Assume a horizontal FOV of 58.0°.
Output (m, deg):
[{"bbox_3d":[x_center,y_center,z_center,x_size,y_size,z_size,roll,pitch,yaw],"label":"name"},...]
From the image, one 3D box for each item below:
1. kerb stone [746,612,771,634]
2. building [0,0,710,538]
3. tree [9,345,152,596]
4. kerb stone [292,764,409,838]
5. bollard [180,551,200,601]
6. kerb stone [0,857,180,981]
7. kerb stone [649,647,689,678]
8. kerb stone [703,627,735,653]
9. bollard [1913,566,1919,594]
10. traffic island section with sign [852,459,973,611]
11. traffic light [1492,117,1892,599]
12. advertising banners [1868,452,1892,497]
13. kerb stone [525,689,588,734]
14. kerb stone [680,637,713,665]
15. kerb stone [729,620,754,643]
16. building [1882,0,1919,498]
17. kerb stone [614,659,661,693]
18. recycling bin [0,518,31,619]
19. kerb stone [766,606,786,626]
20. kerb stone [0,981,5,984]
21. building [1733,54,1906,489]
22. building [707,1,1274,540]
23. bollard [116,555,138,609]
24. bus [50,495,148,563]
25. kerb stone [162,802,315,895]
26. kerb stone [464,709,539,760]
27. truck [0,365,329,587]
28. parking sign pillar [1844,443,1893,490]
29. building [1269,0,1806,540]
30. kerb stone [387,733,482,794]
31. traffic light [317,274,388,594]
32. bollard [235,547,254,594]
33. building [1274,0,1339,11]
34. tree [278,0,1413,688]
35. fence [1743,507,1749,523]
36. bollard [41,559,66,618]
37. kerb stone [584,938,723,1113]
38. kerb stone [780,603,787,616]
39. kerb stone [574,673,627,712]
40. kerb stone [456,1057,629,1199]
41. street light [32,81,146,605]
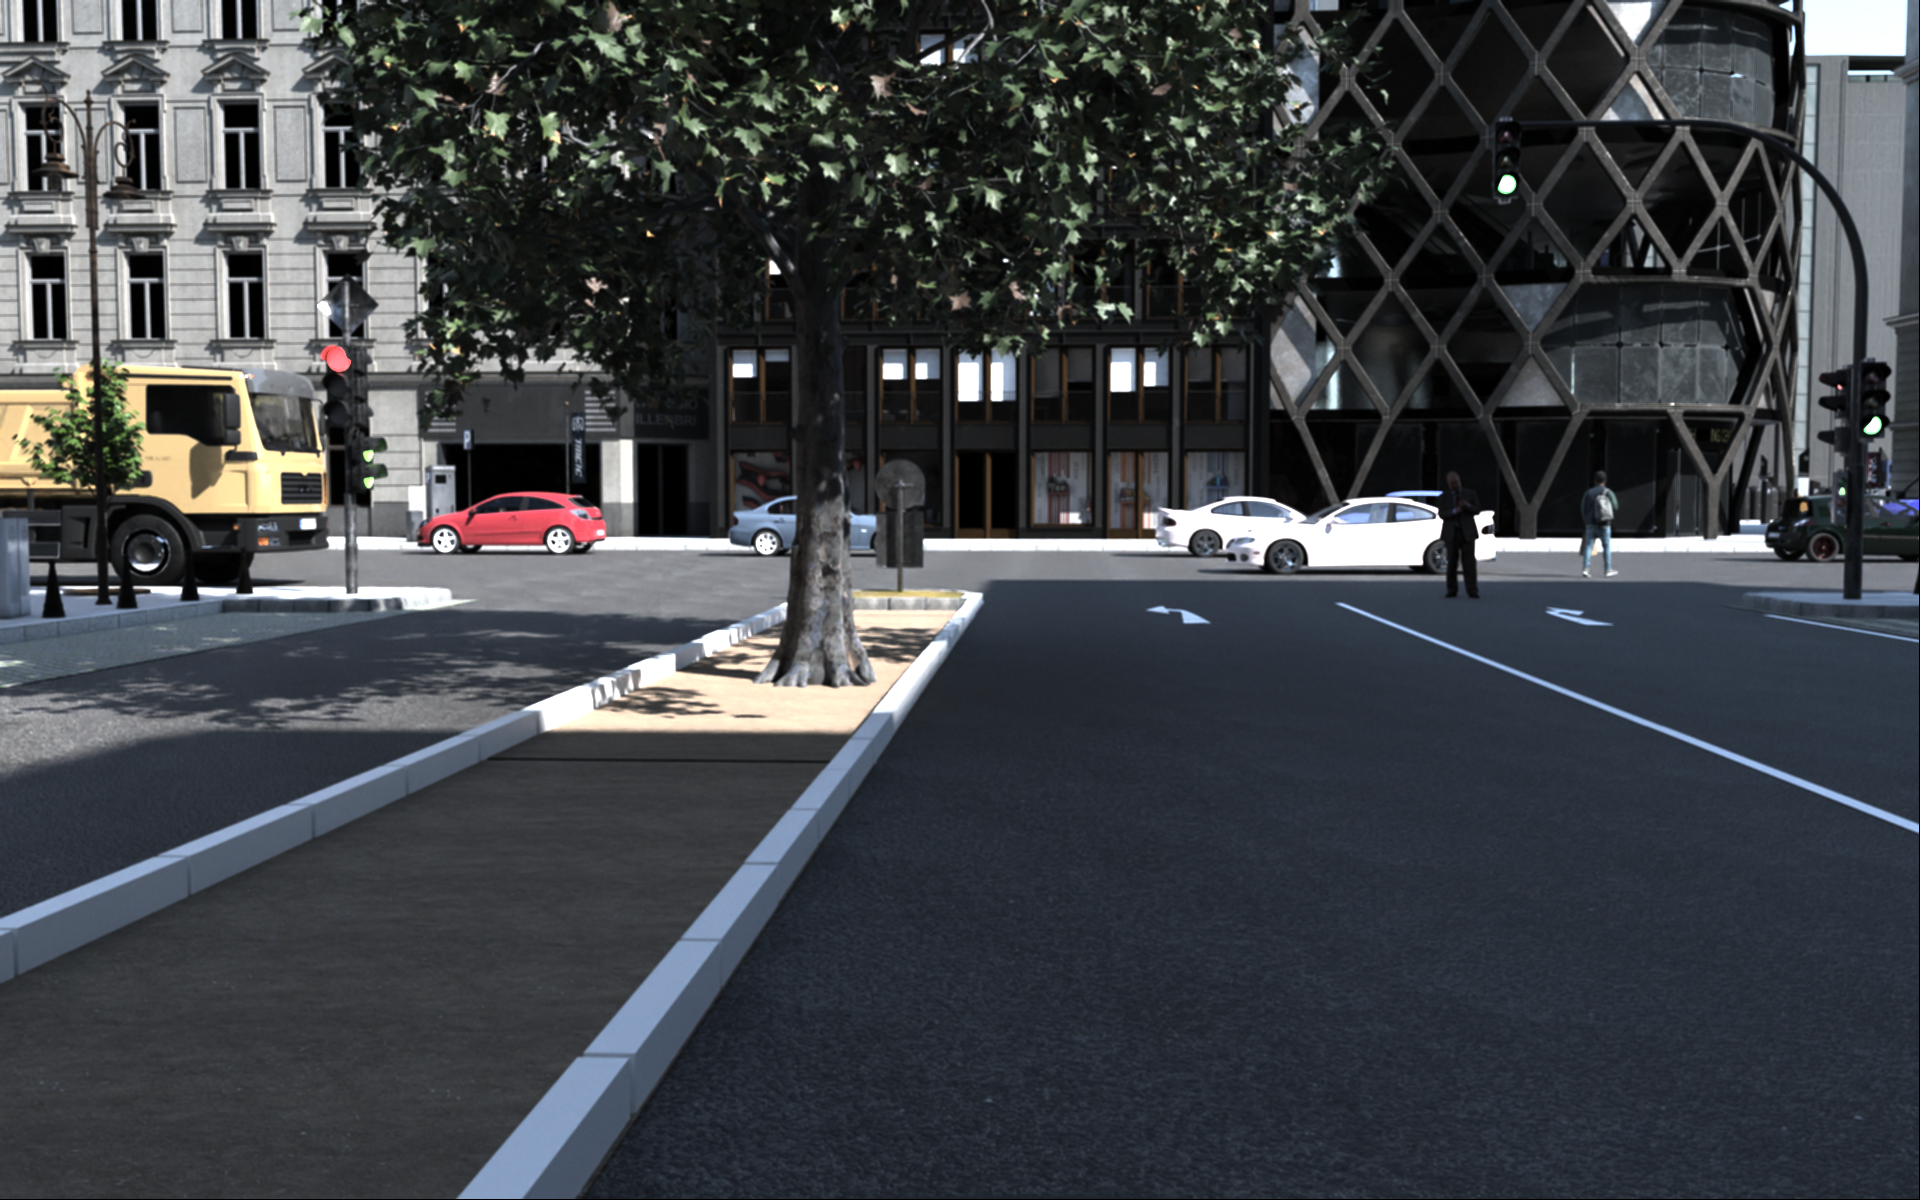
[{"bbox_3d":[-2.121,0.261,17.924,0.120,0.150,1.000,0,4,3],"label":"kerb stone"},{"bbox_3d":[-28.678,-17.281,58.952,44.131,29.872,17.030,0,4,3],"label":"building"},{"bbox_3d":[-11.001,-1.696,22.337,1.663,3.219,1.824,0,3,0],"label":"tree"},{"bbox_3d":[-2.700,0.888,7.670,0.120,0.150,1.000,0,4,3],"label":"kerb stone"},{"bbox_3d":[-9.280,-0.294,20.855,0.229,0.601,0.229,0,3,0],"label":"bollard"},{"bbox_3d":[-2.817,1.014,5.623,0.120,0.150,1.000,0,4,3],"label":"kerb stone"},{"bbox_3d":[-2.347,0.512,13.828,0.120,0.150,1.000,0,4,3],"label":"kerb stone"},{"bbox_3d":[-2.238,0.387,15.875,0.120,0.150,1.000,0,4,3],"label":"kerb stone"},{"bbox_3d":[12.356,-0.377,22.205,0.229,0.601,0.229,0,3,0],"label":"bollard"},{"bbox_3d":[-0.827,-0.854,22.106,2.006,1.907,1.989,0,4,3],"label":"traffic island section with sign"},{"bbox_3d":[8.797,-2.838,21.071,4.771,5.953,1.251,0,4,3],"label":"traffic light"},{"bbox_3d":[38.660,-4.623,71.774,2.074,3.025,0.090,2,4,31],"label":"advertising banners"},{"bbox_3d":[-2.522,0.700,10.754,0.120,0.150,1.000,0,4,3],"label":"kerb stone"},{"bbox_3d":[-2.295,0.454,14.852,0.120,0.150,1.000,0,4,3],"label":"kerb stone"},{"bbox_3d":[-2.184,0.328,16.898,0.120,0.150,1.000,0,4,3],"label":"kerb stone"},{"bbox_3d":[49.186,-14.277,52.515,34.723,24.649,14.460,0,4,3],"label":"building"},{"bbox_3d":[-2.407,0.575,12.800,0.120,0.150,1.000,0,4,3],"label":"kerb stone"},{"bbox_3d":[-10.165,-0.333,17.992,0.722,1.027,0.722,-1,4,-10],"label":"recycling bin"},{"bbox_3d":[-2.068,0.202,18.947,0.120,0.150,1.000,0,4,3],"label":"kerb stone"},{"bbox_3d":[-2.872,1.076,4.600,0.120,0.150,1.000,0,4,3],"label":"kerb stone"},{"bbox_3d":[82.580,-29.430,164.780,14.086,41.232,14.154,0,4,3],"label":"building"},{"bbox_3d":[1.100,-13.745,54.413,15.834,23.373,12.332,0,4,3],"label":"building"},{"bbox_3d":[-9.363,-0.209,19.451,0.229,0.601,0.229,0,3,0],"label":"bollard"},{"bbox_3d":[-21.404,-2.787,37.111,12.252,3.916,2.896,0,4,2],"label":"bus"},{"bbox_3d":[-2.761,0.951,6.647,0.120,0.150,1.000,0,4,3],"label":"kerb stone"},{"bbox_3d":[-2.587,0.762,9.731,0.120,0.150,1.000,0,4,3],"label":"kerb stone"},{"bbox_3d":[-14.201,-1.903,27.042,9.791,3.379,3.469,0,4,2],"label":"truck"},{"bbox_3d":[23.230,-3.455,44.962,1.447,3.967,1.447,1,4,23],"label":"parking sign pillar"},{"bbox_3d":[17.541,-11.544,56.193,16.811,18.784,16.820,0,4,3],"label":"building"},{"bbox_3d":[-2.641,0.826,8.695,0.120,0.150,1.000,0,4,3],"label":"kerb stone"},{"bbox_3d":[-7.792,-2.031,22.128,0.839,4.253,0.868,0,4,3],"label":"traffic light"},{"bbox_3d":[-9.202,-0.380,22.260,0.229,0.601,0.229,0,3,0],"label":"bollard"},{"bbox_3d":[35.153,-31.522,134.999,23.786,49.044,30.456,0,4,3],"label":"building"},{"bbox_3d":[-1.058,-5.718,12.959,9.611,12.733,9.660,0,3,0],"label":"tree"},{"bbox_3d":[35.421,-3.825,77.912,0.278,0.683,2.069,2,4,27],"label":"fence"},{"bbox_3d":[-9.440,-0.121,18.024,0.229,0.601,0.229,0,3,0],"label":"bollard"},{"bbox_3d":[-0.776,1.084,4.476,0.120,0.150,1.000,0,4,3],"label":"kerb stone"},{"bbox_3d":[-2.009,0.136,19.973,0.120,0.150,1.000,0,4,3],"label":"kerb stone"},{"bbox_3d":[-2.463,0.637,11.777,0.120,0.150,1.000,0,4,3],"label":"kerb stone"},{"bbox_3d":[-0.840,1.147,3.448,0.120,0.150,1.000,0,4,3],"label":"kerb stone"},{"bbox_3d":[-9.960,-2.886,19.967,0.468,5.910,1.993,0,4,3],"label":"street light"}]
